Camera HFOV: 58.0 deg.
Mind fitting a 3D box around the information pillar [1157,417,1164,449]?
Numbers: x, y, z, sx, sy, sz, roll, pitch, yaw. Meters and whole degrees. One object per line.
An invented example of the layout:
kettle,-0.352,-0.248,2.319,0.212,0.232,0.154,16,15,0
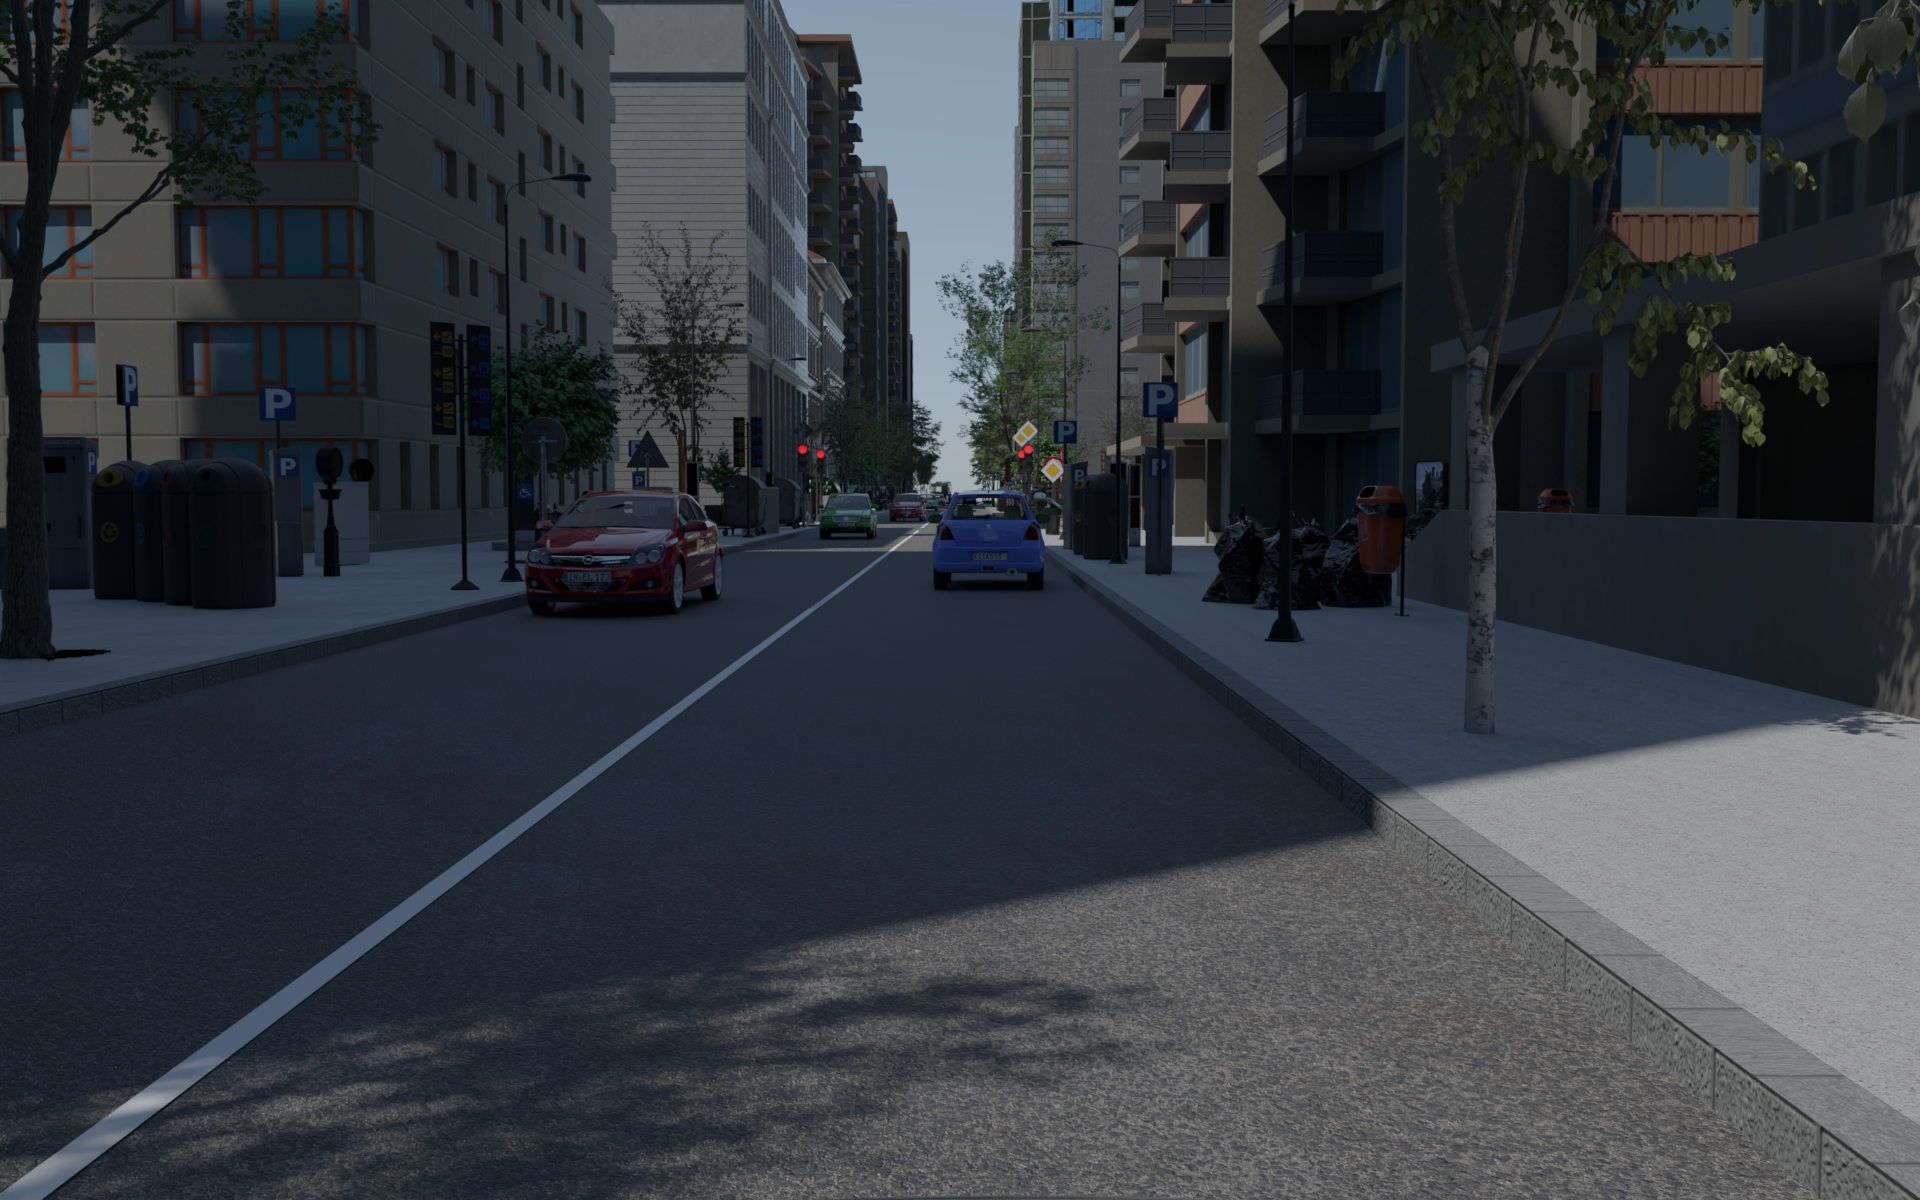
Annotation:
information pillar,4.597,-2.962,39.780,0.183,3.616,0.504,1,4,18

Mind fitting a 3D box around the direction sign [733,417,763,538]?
direction sign,-6.238,-3.609,51.004,0.876,3.537,0.379,-1,4,-22

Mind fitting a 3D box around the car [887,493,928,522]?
car,-2.748,-5.023,91.174,2.155,1.783,4.494,0,4,1

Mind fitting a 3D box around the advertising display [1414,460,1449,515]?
advertising display,8.945,-1.693,32.895,0.123,1.923,0.974,-1,4,-18

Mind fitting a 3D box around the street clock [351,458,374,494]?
street clock,-12.180,-1.878,35.271,0.471,2.002,0.358,-2,4,-30

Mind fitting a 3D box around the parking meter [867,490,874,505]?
parking meter,-5.813,-6.398,113.014,0.372,1.533,0.369,0,3,0

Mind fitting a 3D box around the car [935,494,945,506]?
car,-2.714,-12.030,208.695,2.014,1.417,4.499,0,4,-1

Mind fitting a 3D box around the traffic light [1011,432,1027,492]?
traffic light,2.620,-5.220,74.264,0.839,4.253,0.868,0,4,0

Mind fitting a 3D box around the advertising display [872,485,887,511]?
advertising display,-6.047,-7.693,130.991,0.974,1.923,0.123,0,4,6

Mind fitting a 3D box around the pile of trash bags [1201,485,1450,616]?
pile of trash bags,4.109,-0.598,19.535,1.912,1.369,3.447,-1,4,-13

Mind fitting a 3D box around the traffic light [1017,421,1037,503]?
traffic light,2.588,-4.731,66.279,0.839,4.253,0.868,0,4,0

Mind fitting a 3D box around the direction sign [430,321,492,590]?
direction sign,-6.637,-1.903,23.115,0.379,3.537,0.876,3,5,44

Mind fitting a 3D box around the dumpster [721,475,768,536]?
dumpster,-6.648,-2.908,53.310,1.264,1.857,1.865,0,3,0

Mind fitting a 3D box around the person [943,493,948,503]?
person,-1.854,-12.970,222.029,0.593,1.643,0.415,-3,5,-44

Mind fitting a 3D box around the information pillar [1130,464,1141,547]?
information pillar,4.244,-2.310,42.254,0.304,2.012,0.304,0,4,-4

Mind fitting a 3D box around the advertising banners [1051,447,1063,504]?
advertising banners,3.642,-4.202,64.888,0.090,3.025,2.074,-1,4,-8

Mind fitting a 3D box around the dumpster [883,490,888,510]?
dumpster,-6.255,-7.885,134.680,1.264,1.857,1.865,0,4,0

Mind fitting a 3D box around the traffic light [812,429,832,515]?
traffic light,-5.941,-5.221,74.283,0.839,4.253,0.868,0,4,0

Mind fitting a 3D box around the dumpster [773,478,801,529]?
dumpster,-6.550,-3.554,63.859,1.264,1.857,1.865,0,3,0

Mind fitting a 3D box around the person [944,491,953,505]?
person,-1.048,-9.813,169.619,1.217,1.739,0.721,-2,4,-33

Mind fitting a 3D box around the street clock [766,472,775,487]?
street clock,-6.183,-3.174,56.470,0.358,2.002,0.471,0,4,3

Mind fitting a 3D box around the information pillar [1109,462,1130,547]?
information pillar,3.641,-2.166,39.907,0.304,2.012,0.304,-2,4,-33

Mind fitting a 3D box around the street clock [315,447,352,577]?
street clock,-9.777,-1.366,26.903,0.358,2.002,0.471,0,4,6

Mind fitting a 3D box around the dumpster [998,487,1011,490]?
dumpster,3.410,-7.765,132.722,1.264,1.857,1.865,0,4,0

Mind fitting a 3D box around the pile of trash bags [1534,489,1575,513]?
pile of trash bags,8.657,-1.182,29.071,3.447,1.369,1.912,-1,4,-10

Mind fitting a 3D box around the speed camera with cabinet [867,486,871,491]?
speed camera with cabinet,-7.419,-9.100,143.121,0.660,3.252,2.038,1,4,18

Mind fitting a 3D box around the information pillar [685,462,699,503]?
information pillar,-6.060,-2.126,39.254,0.304,2.012,0.304,0,4,-7

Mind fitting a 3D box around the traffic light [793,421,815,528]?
traffic light,-5.974,-4.733,66.298,0.839,4.253,0.868,0,4,0

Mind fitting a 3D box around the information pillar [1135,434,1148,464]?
information pillar,7.042,-4.637,67.173,0.504,3.616,0.183,0,4,-7

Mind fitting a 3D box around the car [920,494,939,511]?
car,-2.712,-8.279,144.160,1.959,1.807,4.718,0,4,0

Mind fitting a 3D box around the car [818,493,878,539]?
car,-3.626,-2.915,56.452,1.959,1.807,4.718,0,4,-1

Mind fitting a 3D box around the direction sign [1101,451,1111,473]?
direction sign,7.645,-6.037,90.707,0.379,3.537,0.876,-2,4,-31

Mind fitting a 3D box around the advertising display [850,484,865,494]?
advertising display,-6.548,-6.438,110.477,0.974,1.923,0.123,0,4,5

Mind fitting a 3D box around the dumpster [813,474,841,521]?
dumpster,-6.406,-4.837,81.583,1.502,2.255,1.985,0,4,0

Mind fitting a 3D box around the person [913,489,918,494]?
person,-3.822,-8.521,147.794,0.580,1.828,0.573,2,4,28

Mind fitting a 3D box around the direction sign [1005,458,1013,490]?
direction sign,3.265,-7.129,108.548,0.876,3.537,0.379,1,4,8

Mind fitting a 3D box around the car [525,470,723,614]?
car,-4.195,-0.794,22.022,2.155,1.783,4.494,0,4,2

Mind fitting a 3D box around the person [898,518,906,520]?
person,-3.166,-5.022,94.884,0.640,1.303,0.475,2,4,35

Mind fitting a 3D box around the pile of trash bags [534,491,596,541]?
pile of trash bags,-10.216,-2.215,45.974,1.912,1.369,3.447,-2,4,-30

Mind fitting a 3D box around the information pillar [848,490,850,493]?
information pillar,-8.257,-8.516,130.590,0.183,3.616,0.504,3,5,43

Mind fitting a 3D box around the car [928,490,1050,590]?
car,0.454,-1.079,27.239,1.945,1.707,3.694,0,4,1
